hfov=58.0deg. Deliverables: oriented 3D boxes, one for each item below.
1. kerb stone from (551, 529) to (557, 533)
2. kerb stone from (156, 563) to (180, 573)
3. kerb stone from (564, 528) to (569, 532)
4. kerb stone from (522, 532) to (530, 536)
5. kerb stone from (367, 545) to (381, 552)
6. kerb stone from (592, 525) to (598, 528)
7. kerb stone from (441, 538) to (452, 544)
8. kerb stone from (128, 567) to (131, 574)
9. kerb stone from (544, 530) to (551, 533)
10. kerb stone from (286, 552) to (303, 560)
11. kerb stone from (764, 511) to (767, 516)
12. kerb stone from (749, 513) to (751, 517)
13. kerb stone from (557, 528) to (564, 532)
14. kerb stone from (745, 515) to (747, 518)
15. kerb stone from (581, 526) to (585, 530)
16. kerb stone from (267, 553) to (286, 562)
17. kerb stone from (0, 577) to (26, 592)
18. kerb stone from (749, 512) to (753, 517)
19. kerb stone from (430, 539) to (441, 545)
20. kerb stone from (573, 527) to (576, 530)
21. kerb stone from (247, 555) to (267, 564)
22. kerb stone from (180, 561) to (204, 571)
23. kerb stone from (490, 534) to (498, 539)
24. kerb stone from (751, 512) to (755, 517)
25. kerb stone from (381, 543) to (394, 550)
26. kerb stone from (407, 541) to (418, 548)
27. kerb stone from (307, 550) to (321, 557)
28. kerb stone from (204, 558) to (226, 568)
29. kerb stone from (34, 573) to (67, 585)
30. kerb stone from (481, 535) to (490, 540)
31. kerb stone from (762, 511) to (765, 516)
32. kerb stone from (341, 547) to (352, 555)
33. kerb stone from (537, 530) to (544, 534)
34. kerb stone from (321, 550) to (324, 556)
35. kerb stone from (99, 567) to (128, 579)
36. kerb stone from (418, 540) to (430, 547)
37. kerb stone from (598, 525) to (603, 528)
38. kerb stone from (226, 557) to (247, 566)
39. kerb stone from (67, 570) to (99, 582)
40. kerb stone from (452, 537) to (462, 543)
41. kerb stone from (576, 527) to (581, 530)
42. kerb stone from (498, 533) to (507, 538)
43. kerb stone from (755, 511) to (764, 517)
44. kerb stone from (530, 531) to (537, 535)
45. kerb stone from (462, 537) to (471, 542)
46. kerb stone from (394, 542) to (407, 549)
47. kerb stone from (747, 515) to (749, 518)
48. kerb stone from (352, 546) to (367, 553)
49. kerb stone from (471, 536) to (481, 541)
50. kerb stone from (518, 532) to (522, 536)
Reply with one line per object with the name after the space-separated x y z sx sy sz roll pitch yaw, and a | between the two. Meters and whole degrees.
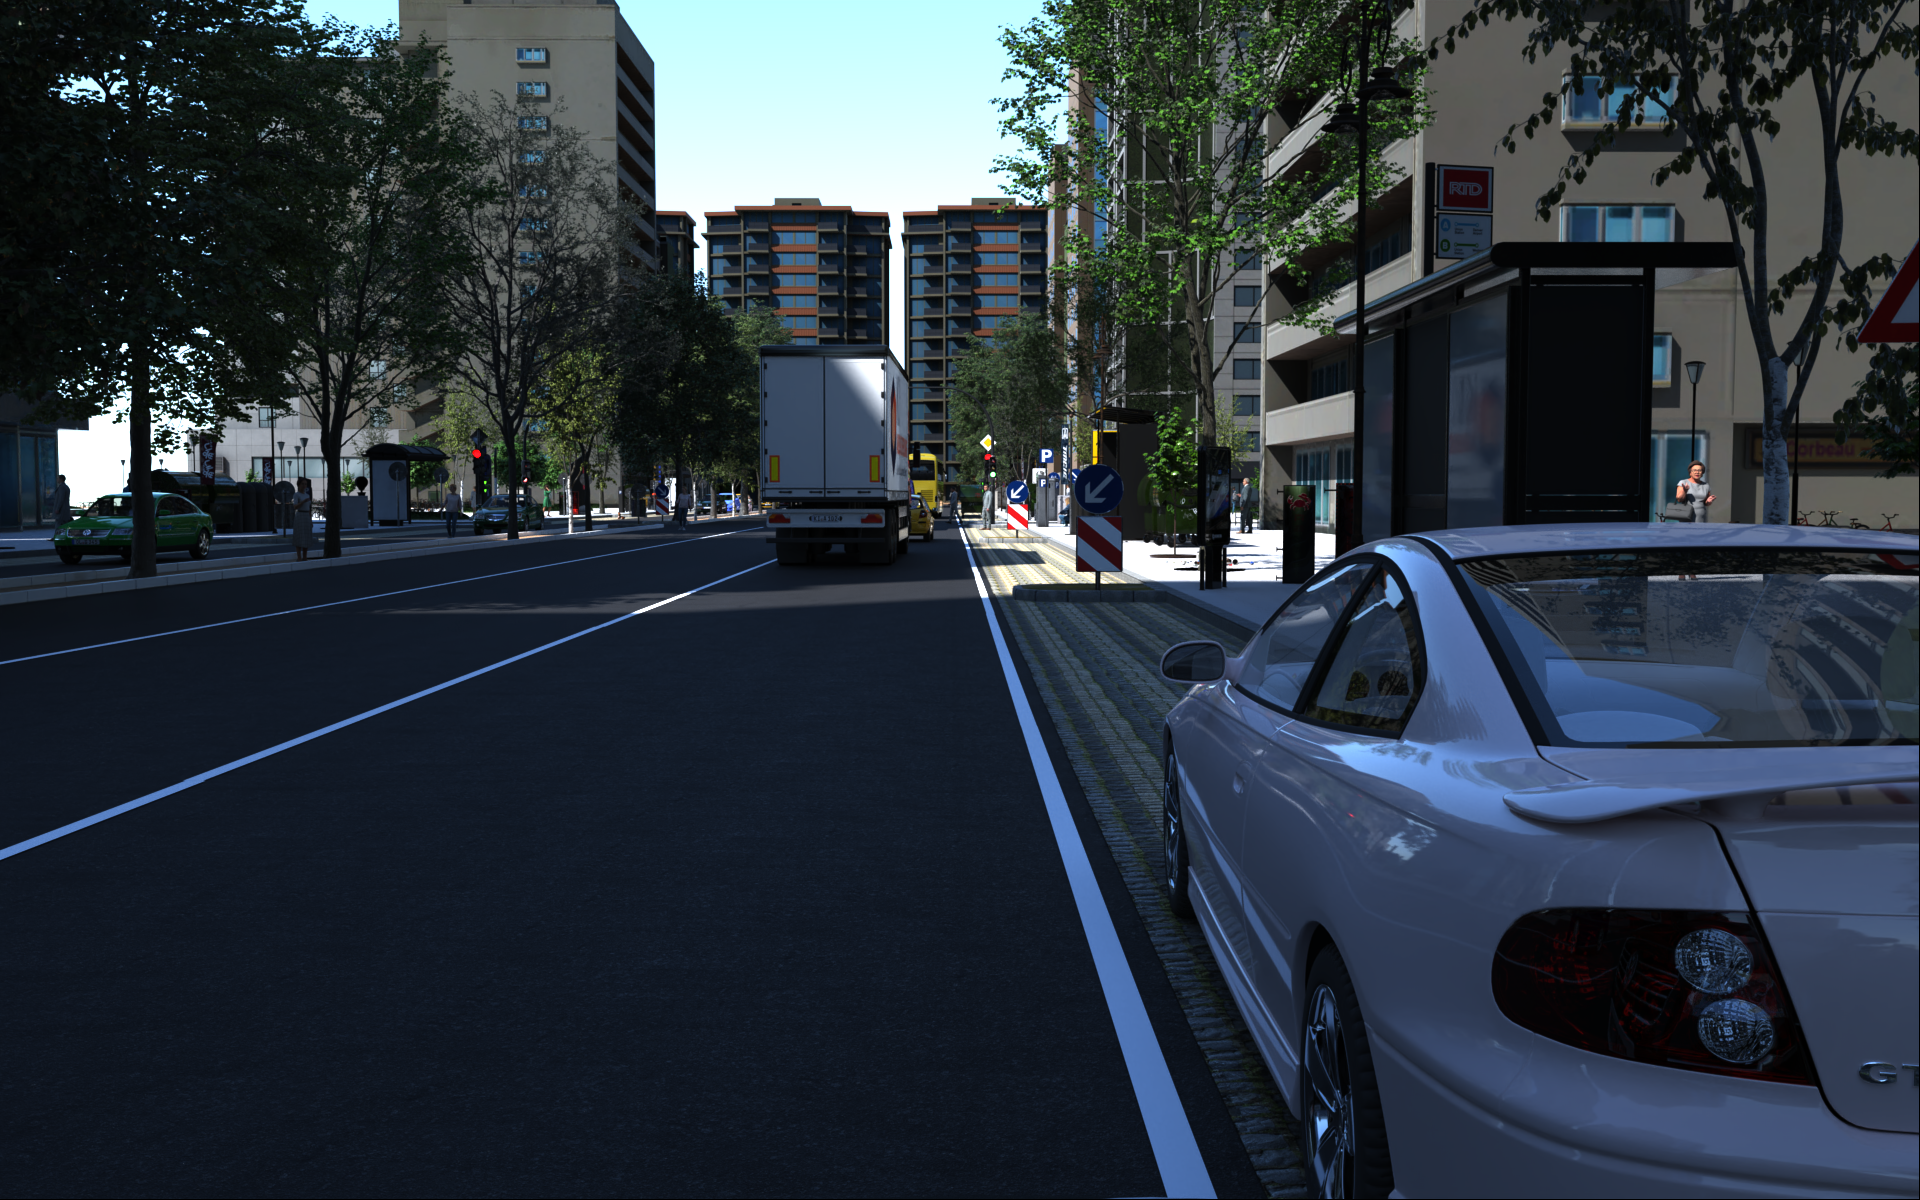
-14.759 -2.456 62.357 0.120 0.150 1.000 0 4 0 | kerb stone
-14.566 -0.576 31.611 0.120 0.150 1.000 0 4 0 | kerb stone
-14.769 -2.582 64.414 0.120 0.150 1.000 0 4 0 | kerb stone
-14.736 -2.206 58.270 0.120 0.150 1.000 0 4 0 | kerb stone
-14.637 -1.261 42.888 0.120 0.150 1.000 0 4 0 | kerb stone
-14.809 -2.893 69.525 0.120 0.150 1.000 0 4 0 | kerb stone
-14.675 -1.643 49.058 0.120 0.150 1.000 0 4 0 | kerb stone
-14.565 -0.513 30.589 0.120 0.150 1.000 0 4 0 | kerb stone
-14.755 -2.394 61.336 0.120 0.150 1.000 0 4 0 | kerb stone
-14.610 -0.952 37.753 0.120 0.150 1.000 0 4 0 | kerb stone
-13.026 -5.816 117.295 0.120 0.150 1.000 0 4 0 | kerb stone
-12.943 -5.065 105.007 0.120 0.150 1.000 0 4 0 | kerb stone
-14.772 -2.512 63.384 0.120 0.150 1.000 0 4 0 | kerb stone
-12.922 -4.938 102.941 0.120 0.150 1.000 0 4 0 | kerb stone
-14.794 -2.769 67.481 0.120 0.150 1.000 0 4 0 | kerb stone
-14.596 -0.887 36.725 0.120 0.150 1.000 0 4 0 | kerb stone
-14.533 -0.260 26.491 0.120 0.150 1.000 0 4 0 | kerb stone
-12.952 -5.128 106.030 0.120 0.150 1.000 0 4 0 | kerb stone
-14.677 -1.573 48.027 0.120 0.150 1.000 0 4 0 | kerb stone
-14.786 -2.645 65.437 0.120 0.150 1.000 0 4 0 | kerb stone
-14.596 -0.822 35.700 0.120 0.150 1.000 0 4 0 | kerb stone
-14.567 -0.638 32.634 0.120 0.150 1.000 0 4 0 | kerb stone
-14.712 -1.956 54.179 0.120 0.150 1.000 0 4 0 | kerb stone
-12.948 -5.190 107.052 0.120 0.150 1.000 0 4 0 | kerb stone
-14.641 -1.327 43.917 0.120 0.150 1.000 0 4 0 | kerb stone
-14.657 -1.455 45.977 0.120 0.150 1.000 0 4 0 | kerb stone
-14.611 -1.014 38.781 0.120 0.150 1.000 0 4 0 | kerb stone
-14.575 -0.697 33.657 0.120 0.150 1.000 0 4 0 | kerb stone
-14.539 -0.324 27.513 0.120 0.150 1.000 0 4 0 | kerb stone
-14.705 -1.892 53.157 0.120 0.150 1.000 0 4 0 | kerb stone
-12.995 -5.566 113.203 0.120 0.150 1.000 0 4 0 | kerb stone
-14.622 -1.134 40.837 0.120 0.150 1.000 0 4 0 | kerb stone
-14.756 -2.331 60.314 0.120 0.150 1.000 0 4 0 | kerb stone
-14.618 -1.077 39.806 0.120 0.150 1.000 0 4 0 | kerb stone
-14.553 -0.443 29.563 0.120 0.150 1.000 0 4 0 | kerb stone
-14.668 -1.517 46.999 0.120 0.150 1.000 0 4 0 | kerb stone
-14.817 -2.957 70.547 0.120 0.150 1.000 0 4 0 | kerb stone
-14.588 -0.763 34.678 0.120 0.150 1.000 0 4 0 | kerb stone
-14.541 -0.388 28.541 0.120 0.150 1.000 0 4 0 | kerb stone
-14.681 -1.706 50.082 0.120 0.150 1.000 0 4 0 | kerb stone
-14.789 -2.706 66.459 0.120 0.150 1.000 0 4 0 | kerb stone
-14.715 -2.019 55.201 0.120 0.150 1.000 0 4 0 | kerb stone
-12.983 -5.504 112.181 0.120 0.150 1.000 0 4 0 | kerb stone
-14.745 -2.263 59.292 0.120 0.150 1.000 0 4 0 | kerb stone
-14.694 -1.768 51.108 0.120 0.150 1.000 0 4 0 | kerb stone
-14.643 -1.391 44.939 0.120 0.150 1.000 0 4 0 | kerb stone
-12.928 -5.002 103.971 0.120 0.150 1.000 0 4 0 | kerb stone
-14.627 -1.202 41.860 0.120 0.150 1.000 0 4 0 | kerb stone
-14.694 -1.831 52.130 0.120 0.150 1.000 0 4 0 | kerb stone
-14.729 -2.144 57.248 0.120 0.150 1.000 0 4 0 | kerb stone
